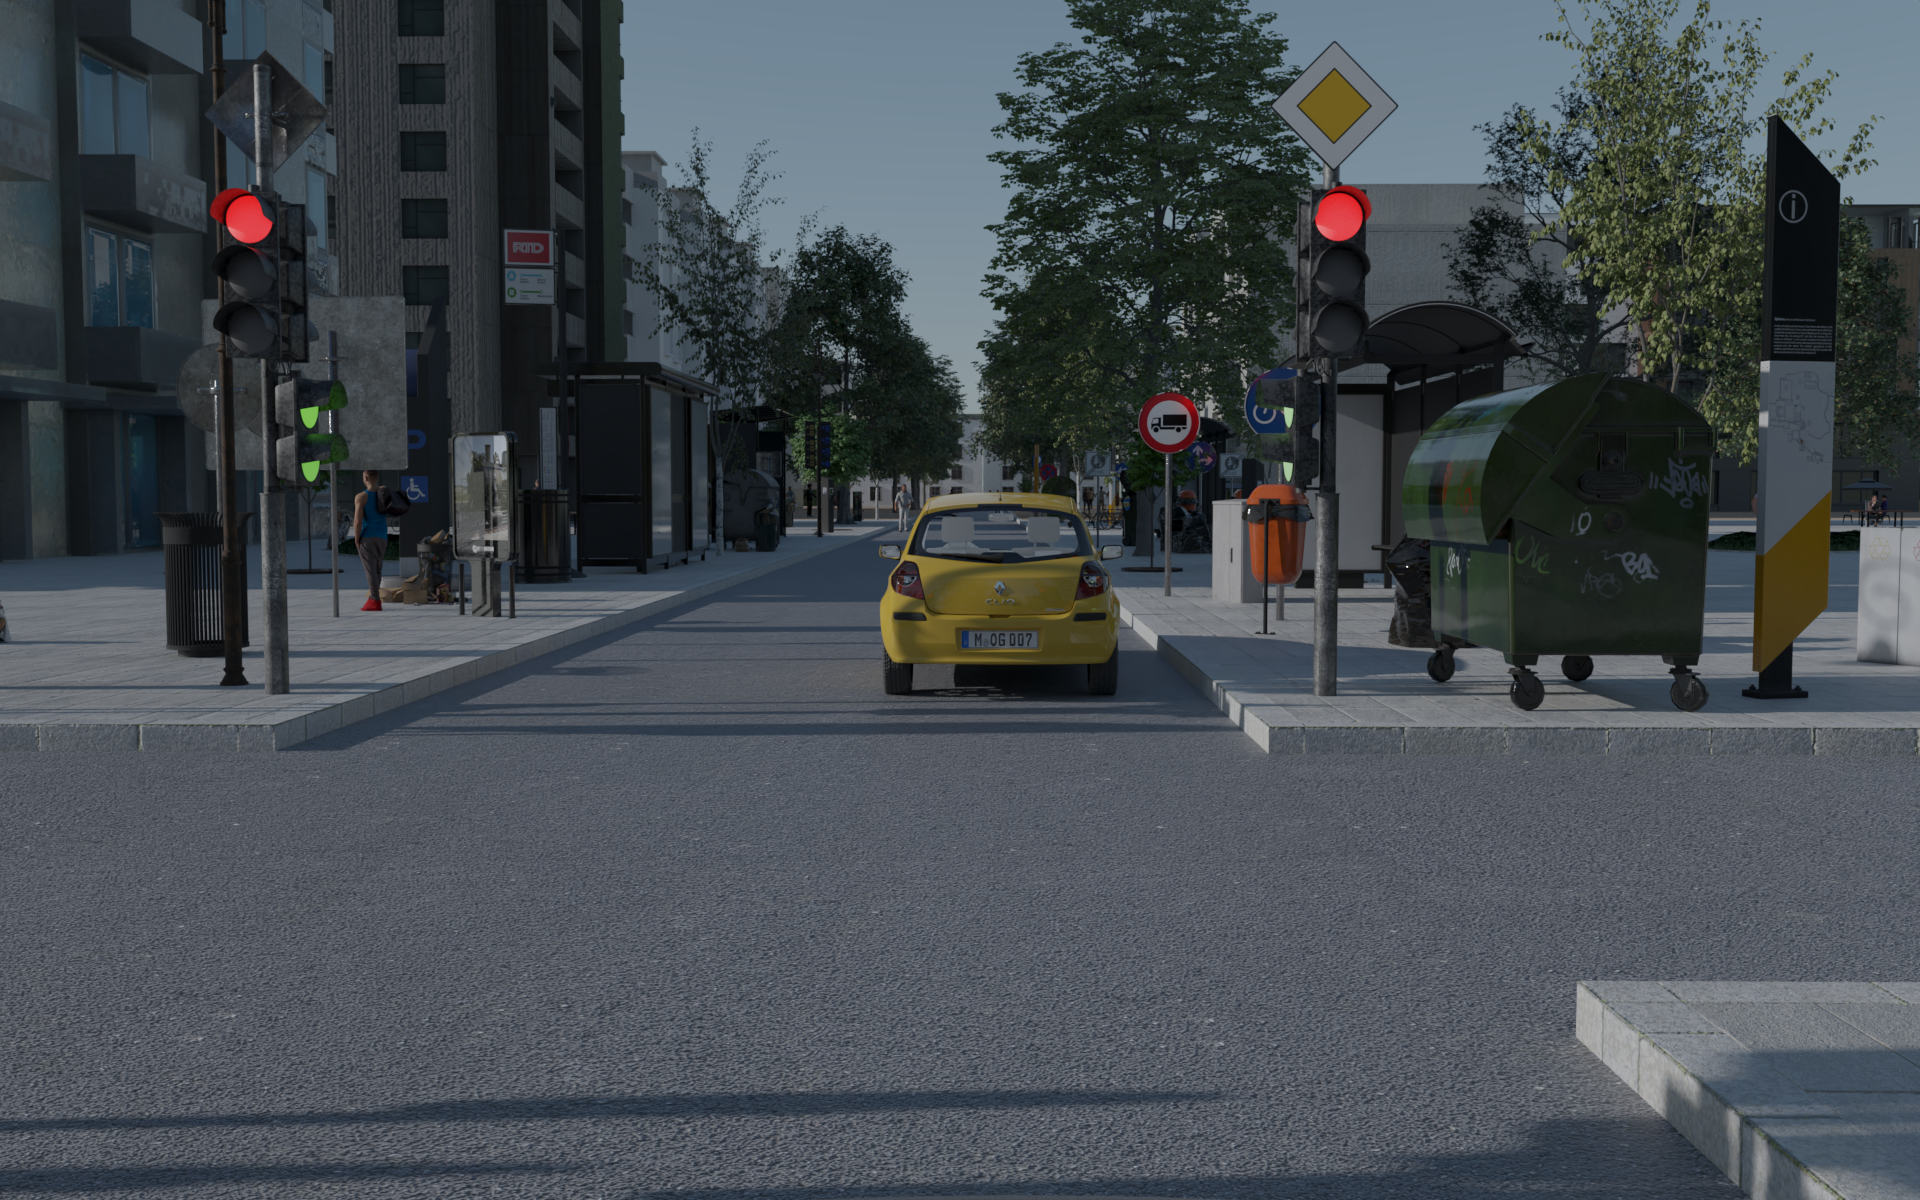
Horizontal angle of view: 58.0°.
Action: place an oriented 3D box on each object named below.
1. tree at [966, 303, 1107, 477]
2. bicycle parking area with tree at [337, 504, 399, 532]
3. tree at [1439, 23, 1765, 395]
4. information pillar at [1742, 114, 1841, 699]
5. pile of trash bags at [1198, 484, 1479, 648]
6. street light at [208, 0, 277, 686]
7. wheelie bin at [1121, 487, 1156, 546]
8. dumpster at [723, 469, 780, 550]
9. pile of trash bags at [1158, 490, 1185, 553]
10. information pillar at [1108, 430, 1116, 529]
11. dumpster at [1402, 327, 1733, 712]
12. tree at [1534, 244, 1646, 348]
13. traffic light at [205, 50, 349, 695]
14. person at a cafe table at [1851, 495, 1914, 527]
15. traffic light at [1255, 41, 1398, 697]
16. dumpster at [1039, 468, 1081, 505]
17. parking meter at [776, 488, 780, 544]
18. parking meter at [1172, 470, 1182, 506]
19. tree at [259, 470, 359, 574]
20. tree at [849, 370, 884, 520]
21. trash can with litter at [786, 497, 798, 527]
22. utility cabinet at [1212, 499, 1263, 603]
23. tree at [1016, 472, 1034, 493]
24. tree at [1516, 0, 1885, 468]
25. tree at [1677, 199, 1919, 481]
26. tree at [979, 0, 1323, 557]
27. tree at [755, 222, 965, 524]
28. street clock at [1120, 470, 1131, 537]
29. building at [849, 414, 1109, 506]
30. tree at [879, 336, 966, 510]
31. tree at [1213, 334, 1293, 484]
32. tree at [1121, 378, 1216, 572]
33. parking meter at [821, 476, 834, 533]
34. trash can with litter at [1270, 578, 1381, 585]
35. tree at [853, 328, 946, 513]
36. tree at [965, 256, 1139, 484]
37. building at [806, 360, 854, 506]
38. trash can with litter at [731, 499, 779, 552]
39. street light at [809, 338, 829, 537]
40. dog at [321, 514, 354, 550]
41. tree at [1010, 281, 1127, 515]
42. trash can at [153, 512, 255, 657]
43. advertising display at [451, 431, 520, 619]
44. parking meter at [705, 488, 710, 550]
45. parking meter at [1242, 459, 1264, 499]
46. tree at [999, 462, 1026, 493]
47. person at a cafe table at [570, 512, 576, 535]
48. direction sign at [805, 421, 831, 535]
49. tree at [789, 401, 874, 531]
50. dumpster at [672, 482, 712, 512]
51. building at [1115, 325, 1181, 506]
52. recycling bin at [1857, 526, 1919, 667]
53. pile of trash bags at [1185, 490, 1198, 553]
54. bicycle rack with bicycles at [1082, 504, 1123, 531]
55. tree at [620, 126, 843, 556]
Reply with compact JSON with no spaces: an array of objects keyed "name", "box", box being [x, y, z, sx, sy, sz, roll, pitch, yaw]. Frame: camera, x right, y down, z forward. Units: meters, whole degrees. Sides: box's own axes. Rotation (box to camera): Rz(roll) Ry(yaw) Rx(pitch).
[{"name":"tree","box":[5.138,-11.791,99.431,9.857,13.997,8.962,0,3,0]},{"name":"bicycle parking area with tree","box":[-21.752,-4.560,61.552,8.231,4.147,9.016,1,4,22]},{"name":"tree","box":[12.622,-6.103,34.201,7.601,10.594,8.767,1,4,12]},{"name":"information pillar","box":[5.228,-1.192,10.848,0.504,3.616,0.183,-1,4,-12]},{"name":"pile of trash bags","box":[4.105,-0.337,15.261,3.447,1.369,1.912,2,4,33]},{"name":"street light","box":[-4.882,-2.366,11.471,0.468,5.910,1.993,0,4,1]},{"name":"wheelie bin","box":[4.418,-2.122,42.599,0.693,1.594,0.980,3,4,36]},{"name":"dumpster","box":[-4.889,-2.093,39.982,1.264,1.857,1.865,0,4,1]},{"name":"pile of trash bags","box":[5.384,-1.788,38.982,1.912,1.369,3.447,0,4,-6]},{"name":"information pillar","box":[5.594,-4.421,63.645,0.183,3.616,0.504,1,4,22]},{"name":"dumpster","box":[3.776,-0.518,10.965,1.502,2.255,1.985,0,4,1]},{"name":"tree","box":[18.582,-6.231,52.243,4.360,8.622,3.978,0,3,0]},{"name":"traffic light","box":[-4.373,-1.351,11.017,0.839,4.253,0.868,0,4,1]},{"name":"person at a cafe table","box":[31.207,-2.933,58.822,1.698,1.238,1.726,1,4,13]},{"name":"traffic light","box":[2.308,-1.346,10.929,0.839,4.253,0.868,0,4,1]},{"name":"dumpster","box":[3.797,-3.875,65.856,1.502,2.255,1.985,0,4,1]},{"name":"parking meter","box":[-4.800,-2.194,44.276,0.372,1.533,0.369,0,3,0]},{"name":"parking meter","box":[5.274,-2.253,42.548,0.255,1.863,0.399,2,4,33]},{"name":"tree","box":[-10.468,-2.053,28.164,1.663,3.219,1.824,0,3,0]},{"name":"tree","box":[-4.256,-8.250,85.246,4.360,8.622,3.978,0,3,0]},{"name":"trash can with litter","box":[-6.757,-3.364,66.388,0.624,1.170,1.055,3,5,40]},{"name":"utility cabinet","box":[3.327,-0.590,20.806,0.306,1.237,1.020,-1,4,-11]},{"name":"tree","box":[5.524,-9.374,147.872,1.663,3.219,1.824,0,3,0]},{"name":"tree","box":[9.001,-4.374,21.873,4.737,8.622,4.395,0,3,0]},{"name":"tree","box":[32.471,-9.133,66.330,9.611,12.733,9.660,0,3,0]},{"name":"tree","box":[4.233,-7.174,35.429,7.486,12.596,7.792,0,3,0]},{"name":"tree","box":[-4.788,-9.557,73.261,9.611,12.733,9.660,0,3,0]},{"name":"street clock","box":[4.991,-2.892,51.859,0.358,2.002,0.471,-2,4,-26]},{"name":"building","box":[2.447,-14.891,185.606,28.070,9.664,9.099,0,4,1]},{"name":"tree","box":[-3.746,-14.169,138.320,9.857,13.997,8.962,0,3,0]},{"name":"tree","box":[13.939,-7.895,79.454,4.737,8.622,4.395,0,3,0]},{"name":"tree","box":[3.126,-2.082,28.647,1.663,3.219,1.824,0,3,0]},{"name":"parking meter","box":[-4.374,-3.157,57.328,0.399,1.863,0.255,3,5,43]},{"name":"trash can with litter","box":[5.015,-0.858,25.088,2.233,1.210,1.678,0,4,2]},{"name":"tree","box":[-4.059,-12.133,116.498,7.486,12.596,7.792,0,3,0]},{"name":"tree","box":[4.888,-10.196,83.710,9.611,12.733,9.660,0,3,0]},{"name":"building","box":[-27.418,-19.785,189.935,31.486,18.905,16.747,0,4,1]},{"name":"trash can with litter","box":[-4.556,-1.655,38.448,1.055,1.170,0.624,-1,4,-9]},{"name":"street light","box":[-4.162,-4.800,51.271,0.468,5.910,1.993,0,4,1]},{"name":"dog","box":[-14.395,-1.555,39.804,0.800,0.831,0.513,0,4,-6]},{"name":"tree","box":[4.055,-6.662,59.284,4.737,8.622,4.395,0,3,0]},{"name":"trash can","box":[-5.996,-0.130,13.785,0.748,1.137,0.748,0,3,0]},{"name":"advertising display","box":[-4.960,-0.788,18.093,0.974,1.923,0.123,3,4,38]},{"name":"parking meter","box":[-5.953,-1.921,39.823,0.372,1.533,0.369,0,3,0]},{"name":"parking meter","box":[4.846,-1.405,28.676,0.255,1.863,0.399,2,4,35]},{"name":"tree","box":[6.019,-14.411,161.380,9.928,11.665,9.643,0,3,0]},{"name":"person at a cafe table","box":[-12.758,-2.767,53.750,1.698,1.524,1.622,1,4,18]},{"name":"direction sign","box":[-4.428,-3.791,53.974,0.876,3.537,0.379,-2,4,-31]},{"name":"tree","box":[-4.505,-4.746,61.303,4.285,4.588,4.351,0,3,0]},{"name":"dumpster","box":[-6.656,-2.163,41.124,1.264,1.857,1.865,0,4,1]},{"name":"building","box":[22.227,-20.324,188.712,11.380,20.091,16.016,0,4,1]},{"name":"recycling bin","box":[7.352,-0.035,13.132,0.722,1.027,0.722,-2,4,-28]},{"name":"pile of trash bags","box":[5.436,-1.309,31.150,1.912,1.369,3.447,0,4,-6]},{"name":"bicycle rack with bicycles","box":[5.550,-2.966,61.879,2.925,0.926,2.852,0,4,2]},{"name":"tree","box":[-4.744,-5.221,35.724,4.360,8.622,3.978,0,3,0]}]
